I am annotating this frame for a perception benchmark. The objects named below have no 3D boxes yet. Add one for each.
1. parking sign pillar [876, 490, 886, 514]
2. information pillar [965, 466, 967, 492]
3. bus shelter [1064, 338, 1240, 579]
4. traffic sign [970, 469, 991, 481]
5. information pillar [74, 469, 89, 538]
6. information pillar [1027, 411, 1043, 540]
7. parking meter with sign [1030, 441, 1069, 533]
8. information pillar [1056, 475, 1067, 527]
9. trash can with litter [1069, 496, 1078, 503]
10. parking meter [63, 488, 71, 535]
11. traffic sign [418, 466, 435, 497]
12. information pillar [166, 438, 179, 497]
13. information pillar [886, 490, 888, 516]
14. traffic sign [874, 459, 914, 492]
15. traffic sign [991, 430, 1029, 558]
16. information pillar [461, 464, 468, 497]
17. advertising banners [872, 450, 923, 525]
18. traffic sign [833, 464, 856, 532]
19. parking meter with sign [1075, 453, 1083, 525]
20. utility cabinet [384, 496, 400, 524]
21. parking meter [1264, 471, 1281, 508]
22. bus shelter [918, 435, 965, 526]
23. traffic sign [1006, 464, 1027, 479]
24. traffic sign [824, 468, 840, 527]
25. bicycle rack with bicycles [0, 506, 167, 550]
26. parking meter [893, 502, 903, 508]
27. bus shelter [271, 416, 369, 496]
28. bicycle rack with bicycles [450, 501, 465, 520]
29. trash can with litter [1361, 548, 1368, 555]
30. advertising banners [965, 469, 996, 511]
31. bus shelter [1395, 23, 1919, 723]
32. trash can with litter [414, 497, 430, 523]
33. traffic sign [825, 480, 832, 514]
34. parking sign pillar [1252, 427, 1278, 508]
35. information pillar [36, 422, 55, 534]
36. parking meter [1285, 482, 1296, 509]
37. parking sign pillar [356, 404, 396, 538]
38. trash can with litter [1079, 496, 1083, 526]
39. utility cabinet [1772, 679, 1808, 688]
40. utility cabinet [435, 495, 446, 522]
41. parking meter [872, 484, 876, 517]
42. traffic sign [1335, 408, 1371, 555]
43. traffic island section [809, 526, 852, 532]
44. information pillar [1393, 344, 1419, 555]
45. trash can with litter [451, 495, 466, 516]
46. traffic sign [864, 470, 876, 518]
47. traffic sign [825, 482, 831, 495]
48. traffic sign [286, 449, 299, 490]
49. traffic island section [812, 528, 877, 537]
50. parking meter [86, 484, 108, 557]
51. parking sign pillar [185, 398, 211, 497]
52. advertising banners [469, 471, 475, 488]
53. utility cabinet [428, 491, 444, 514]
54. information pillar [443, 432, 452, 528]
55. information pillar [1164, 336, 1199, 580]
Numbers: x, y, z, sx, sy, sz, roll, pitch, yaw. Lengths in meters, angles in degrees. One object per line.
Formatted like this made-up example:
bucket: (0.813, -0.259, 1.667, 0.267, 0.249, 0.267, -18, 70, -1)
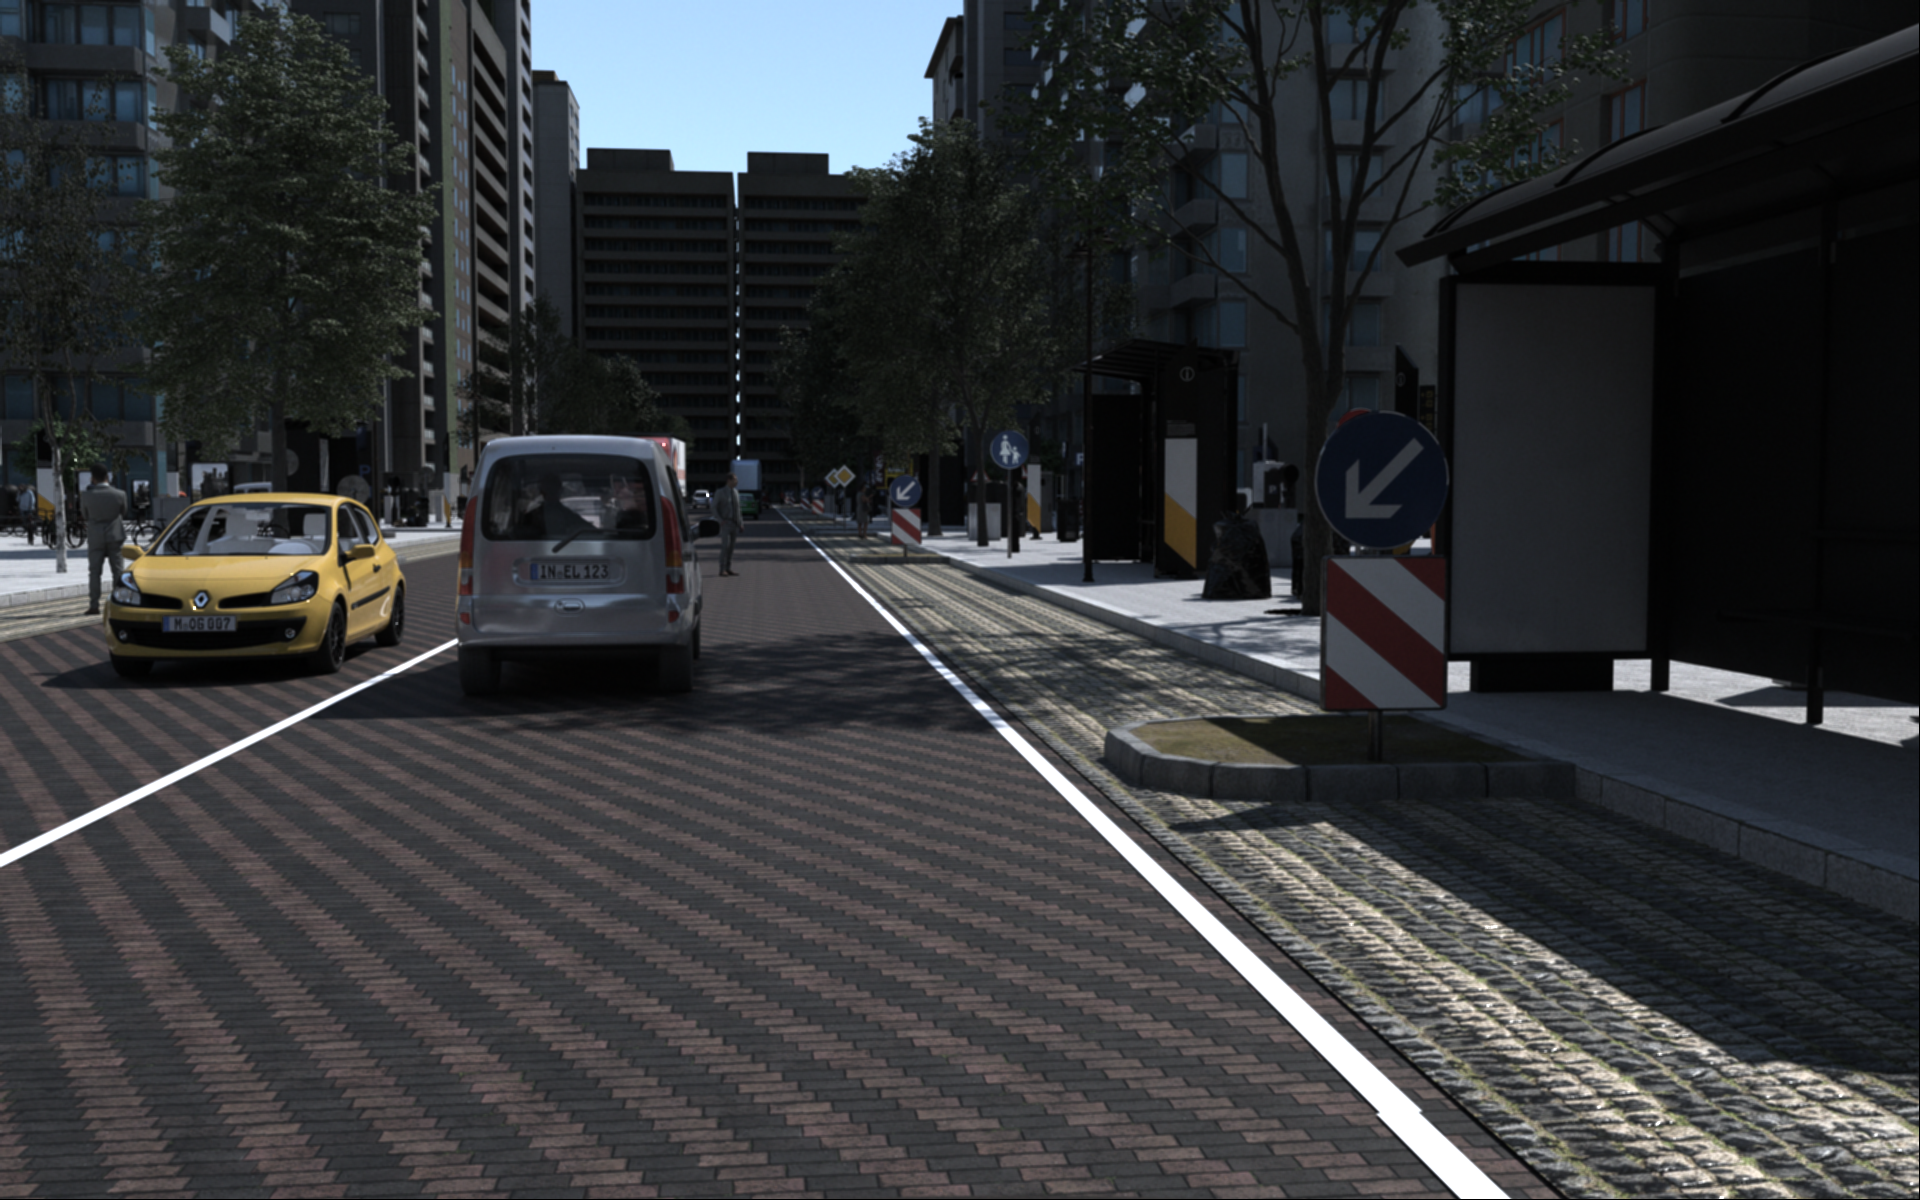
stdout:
parking sign pillar: (-5.038, -7.674, 113.935, 1.447, 3.967, 1.447, 1, 4, 20)
information pillar: (0.255, -8.171, 124.953, 0.504, 3.616, 0.183, 0, 4, 6)
bus shelter: (3.128, -2.327, 29.327, 1.731, 3.624, 6.357, 0, 4, -6)
traffic sign: (0.855, -4.458, 72.890, 0.884, 2.594, 0.081, 0, 4, 0)
information pillar: (-25.626, -2.818, 50.560, 0.304, 2.012, 0.304, 3, 5, 40)
information pillar: (2.088, -3.504, 48.642, 0.504, 3.616, 0.183, -3, 5, -45)
parking meter with sign: (2.673, -3.728, 57.220, 1.738, 3.016, 0.543, -1, 4, -10)
information pillar: (3.953, -3.843, 67.329, 0.304, 2.012, 0.304, -3, 5, -42)
trash can with litter: (6.547, -5.584, 102.683, 0.624, 1.170, 1.055, -2, 4, -25)
parking meter: (-28.154, -2.811, 54.374, 0.372, 1.533, 0.369, 0, 3, 0)
traffic sign: (-24.423, -4.842, 79.269, 0.768, 2.556, 0.104, 0, 4, 2)
information pillar: (-29.717, -4.530, 65.416, 0.504, 3.616, 0.183, 1, 4, 19)
information pillar: (-4.055, -5.839, 99.960, 0.304, 2.012, 0.304, 2, 4, 33)
traffic sign: (-3.734, -6.351, 97.717, 2.265, 3.308, 0.079, 0, 4, -1)
traffic sign: (0.992, -2.107, 34.554, 0.768, 2.556, 0.104, 0, 4, 0)
information pillar: (-38.211, -8.696, 133.539, 0.504, 3.616, 0.183, -1, 4, -12)
advertising banners: (-2.478, -4.435, 68.698, 2.074, 3.025, 0.090, -1, 4, -19)
traffic sign: (-3.905, -3.358, 58.547, 0.795, 2.450, 0.064, 0, 4, -7)
parking meter with sign: (5.374, -4.729, 73.573, 0.543, 3.016, 1.738, 1, 4, 19)
utility cabinet: (-24.216, -3.832, 73.817, 0.306, 1.237, 1.020, 0, 4, 4)
parking meter: (7.947, -2.348, 44.106, 0.399, 1.863, 0.255, 0, 3, 0)
bus shelter: (-0.916, -4.930, 71.893, 1.731, 3.624, 6.357, 0, 4, -6)
traffic sign: (2.021, -3.669, 59.999, 0.884, 2.594, 0.081, 0, 4, 3)
traffic sign: (-4.817, -3.843, 66.480, 0.795, 2.450, 0.064, 0, 4, -7)
bicycle rack with bicycles: (-20.374, -1.691, 41.025, 2.852, 0.926, 2.925, 1, 4, 21)
parking meter: (-4.775, -7.647, 133.443, 0.372, 1.533, 0.369, 0, 3, 0)
bus shelter: (-19.489, -3.799, 53.399, 1.731, 3.624, 6.357, 0, 4, -7)
bicycle rack with bicycles: (-24.064, -4.391, 85.168, 2.852, 0.926, 2.925, 1, 4, 11)
trash can with litter: (7.554, -1.186, 30.785, 1.055, 1.170, 0.624, -2, 4, -26)
advertising banners: (1.230, -6.711, 105.912, 2.074, 3.025, 0.090, 1, 4, 17)
bus shelter: (4.152, -0.904, 8.709, 2.014, 3.302, 5.546, 0, 4, -7)
trash can with litter: (-23.746, -3.983, 76.514, 0.624, 1.170, 1.055, -1, 4, -13)
traffic sign: (-8.419, -6.920, 113.247, 0.768, 2.556, 0.104, 0, 4, -1)
parking sign pillar: (12.242, -4.955, 69.482, 1.447, 3.967, 1.447, -1, 4, -20)
information pillar: (-29.519, -3.949, 55.925, 0.504, 3.616, 0.183, -3, 4, -38)
parking meter: (10.858, -3.135, 56.969, 0.255, 1.863, 0.399, -1, 4, -12)
parking sign pillar: (-17.211, -3.788, 50.403, 1.447, 3.967, 1.447, -1, 4, -10)
trash can with litter: (4.798, -3.564, 69.322, 1.678, 1.210, 2.233, -2, 4, -34)
utility cabinet: (6.005, -0.165, 11.370, 1.173, 1.500, 0.318, 0, 4, 2)
utility cabinet: (-23.896, -4.189, 79.658, 0.306, 1.237, 1.020, 0, 4, -6)
parking meter: (-4.869, -5.590, 97.101, 0.255, 1.863, 0.399, -1, 4, -17)
traffic sign: (5.947, -1.573, 25.826, 0.768, 2.556, 0.104, 0, 4, -2)
traffic island section: (-4.794, -2.708, 66.560, 2.009, 0.180, 2.903, 0, 4, -7)
information pillar: (6.909, -2.173, 26.890, 0.183, 3.616, 0.504, -1, 4, -22)
trash can with litter: (-29.597, -5.527, 101.422, 2.233, 1.210, 1.678, -3, 5, -40)
traffic sign: (-4.713, -5.649, 92.472, 0.768, 2.556, 0.104, 0, 4, 3)
traffic sign: (-10.413, -8.496, 139.019, 0.768, 2.556, 0.104, 0, 4, -6)
traffic sign: (-18.996, -2.976, 48.765, 0.768, 2.556, 0.104, 0, 4, 1)
traffic island section: (-3.882, -2.223, 58.627, 2.009, 0.180, 2.903, 0, 4, -7)
parking meter: (-17.450, -1.629, 35.051, 0.372, 1.533, 0.369, 0, 3, 0)
parking sign pillar: (-21.168, -3.651, 48.170, 1.447, 3.967, 1.447, -1, 4, -13)
advertising banners: (-36.746, -8.367, 132.991, 2.074, 3.025, 0.090, 1, 4, 10)
utility cabinet: (-32.511, -6.058, 107.719, 0.318, 1.500, 1.173, 2, 4, 28)
information pillar: (-19.520, -4.559, 65.887, 0.183, 3.616, 0.504, -2, 4, -35)
information pillar: (3.319, -2.112, 25.889, 0.504, 3.616, 0.183, 1, 4, 15)
